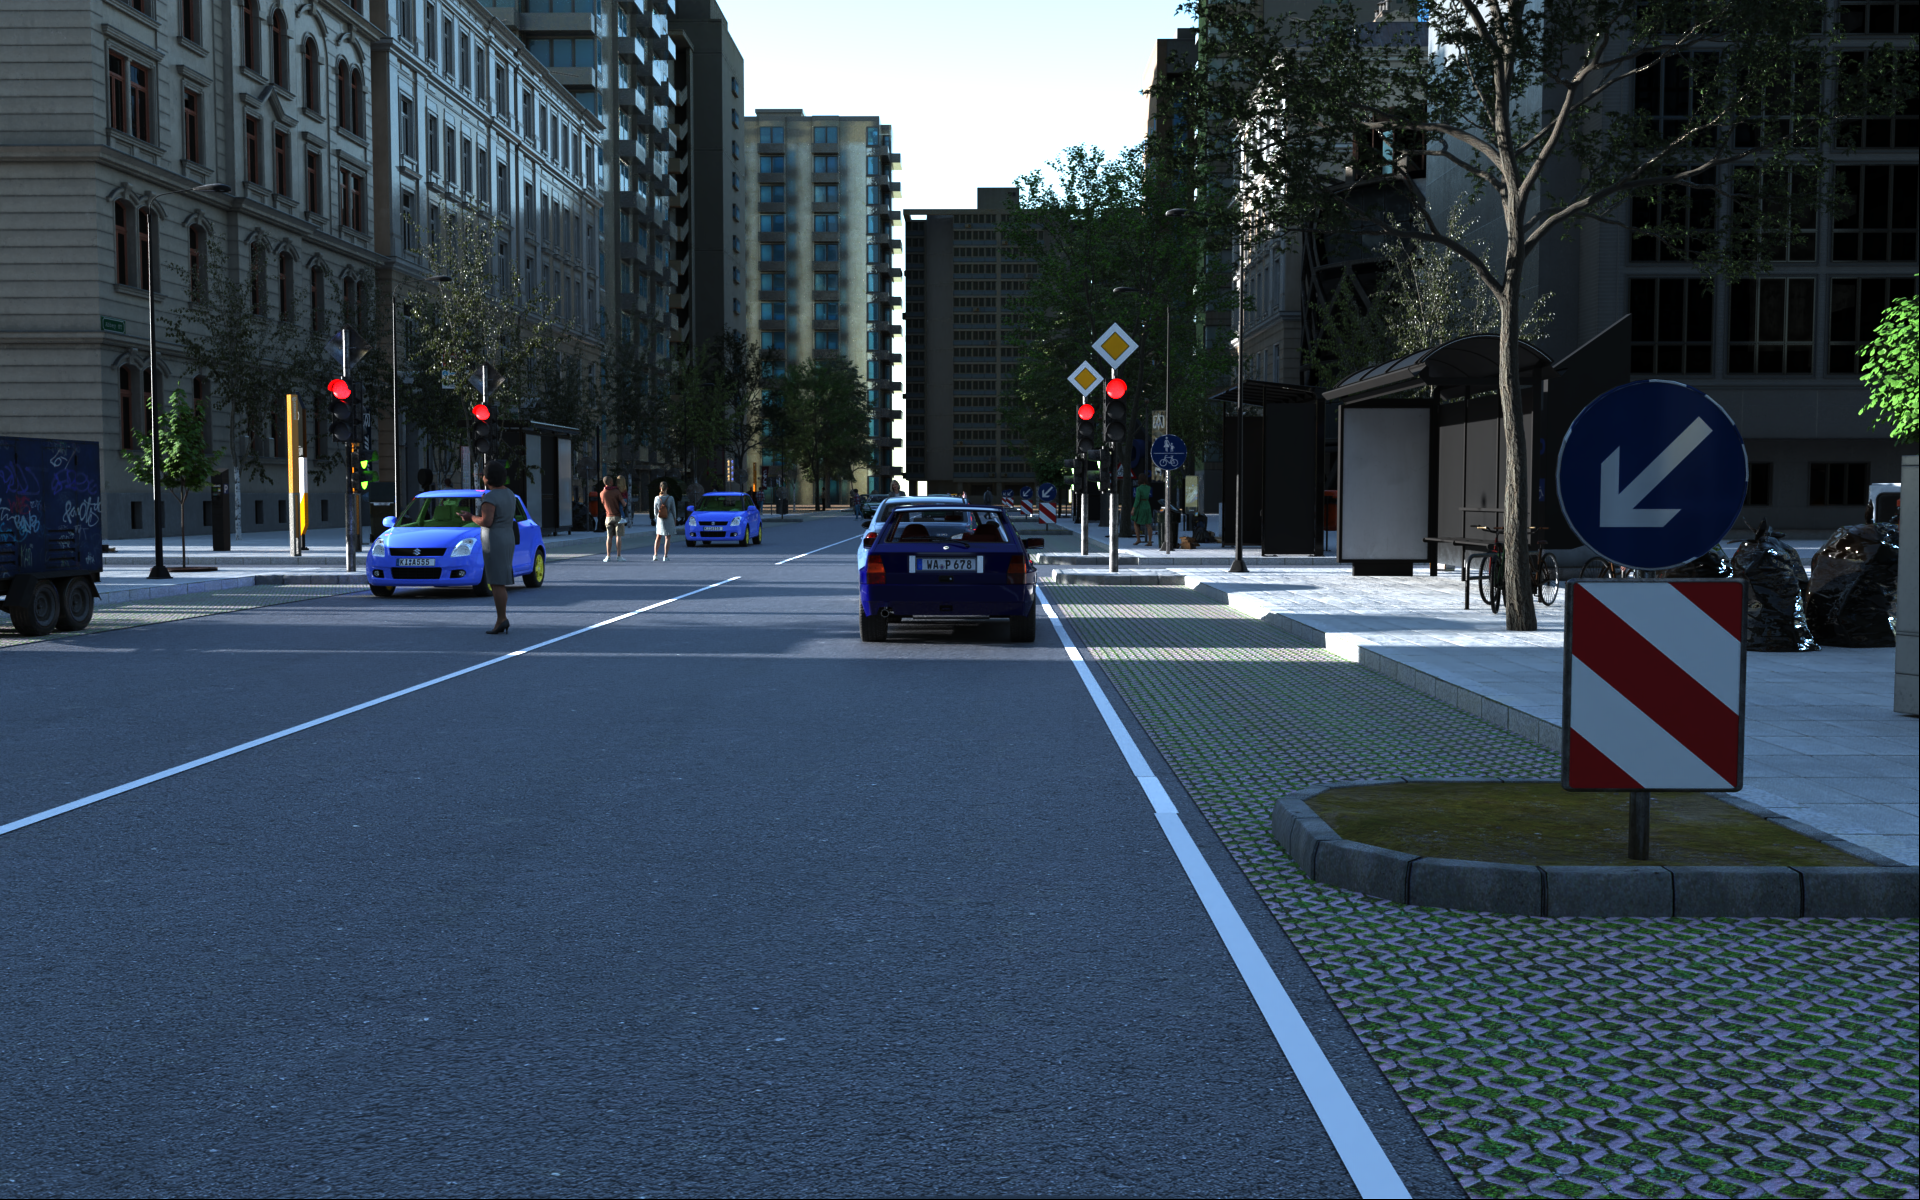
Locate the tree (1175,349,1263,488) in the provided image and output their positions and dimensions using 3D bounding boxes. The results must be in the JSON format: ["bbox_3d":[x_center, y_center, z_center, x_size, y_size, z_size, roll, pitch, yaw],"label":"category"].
[{"bbox_3d":[13.516,-8.345,86.807,4.360,8.622,3.978,0,3,0],"label":"tree"}]

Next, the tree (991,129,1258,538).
[{"bbox_3d":[4.813,-7.647,50.785,9.928,11.665,9.643,0,3,0],"label":"tree"}]

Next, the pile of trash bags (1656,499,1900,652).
[{"bbox_3d":[7.185,-0.289,14.484,1.912,1.369,3.447,-1,4,-9],"label":"pile of trash bags"}]

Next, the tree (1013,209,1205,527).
[{"bbox_3d":[6.110,-9.154,67.789,7.486,12.596,7.792,0,3,0],"label":"tree"}]

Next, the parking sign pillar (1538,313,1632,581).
[{"bbox_3d":[9.341,-2.298,26.043,1.447,3.967,1.447,0,4,-7],"label":"parking sign pillar"}]

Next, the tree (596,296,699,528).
[{"bbox_3d":[-12.398,-7.043,65.515,4.360,8.622,3.978,0,3,0],"label":"tree"}]

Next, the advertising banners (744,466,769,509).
[{"bbox_3d":[-12.997,-6.941,109.674,2.074,3.025,0.090,2,4,23],"label":"advertising banners"}]

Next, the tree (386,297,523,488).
[{"bbox_3d":[-19.215,-6.983,64.526,4.737,8.622,4.395,0,3,0],"label":"tree"}]

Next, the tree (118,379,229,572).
[{"bbox_3d":[-12.894,-2.099,28.922,1.663,3.219,1.824,0,3,0],"label":"tree"}]

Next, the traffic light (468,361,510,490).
[{"bbox_3d":[-9.953,-2.910,36.505,0.839,4.253,0.868,0,4,1],"label":"traffic light"}]

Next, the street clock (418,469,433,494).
[{"bbox_3d":[-15.191,-2.733,49.248,0.471,2.002,0.358,3,5,43],"label":"street clock"}]

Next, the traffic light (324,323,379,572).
[{"bbox_3d":[-10.049,-2.422,28.521,0.839,4.253,0.868,0,4,1],"label":"traffic light"}]

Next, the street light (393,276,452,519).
[{"bbox_3d":[-11.500,-3.942,36.986,1.470,5.913,1.316,0,4,1],"label":"street light"}]

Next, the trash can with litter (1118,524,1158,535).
[{"bbox_3d":[5.837,-2.696,55.130,1.678,1.210,2.233,1,4,12],"label":"trash can with litter"}]

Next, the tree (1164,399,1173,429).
[{"bbox_3d":[13.631,-9.530,106.177,4.360,8.622,3.978,0,3,0],"label":"tree"}]

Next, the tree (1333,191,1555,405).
[{"bbox_3d":[11.953,-5.621,42.273,4.360,8.622,3.978,0,3,0],"label":"tree"}]

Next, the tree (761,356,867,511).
[{"bbox_3d":[-11.047,-12.612,131.954,9.928,11.665,9.643,0,3,0],"label":"tree"}]

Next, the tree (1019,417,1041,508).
[{"bbox_3d":[7.411,-12.929,161.748,4.737,8.622,4.395,0,3,0],"label":"tree"}]

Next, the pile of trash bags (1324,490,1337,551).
[{"bbox_3d":[9.559,-1.748,38.337,3.447,1.369,1.912,2,4,32],"label":"pile of trash bags"}]

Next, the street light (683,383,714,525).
[{"bbox_3d":[-10.991,-6.128,72.732,1.470,5.913,1.316,0,4,1],"label":"street light"}]

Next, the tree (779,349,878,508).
[{"bbox_3d":[-11.839,-15.135,154.113,9.857,13.997,8.962,0,3,0],"label":"tree"}]

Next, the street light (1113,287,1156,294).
[{"bbox_3d":[4.143,-4.065,39.001,1.470,5.913,1.316,0,4,1],"label":"street light"}]

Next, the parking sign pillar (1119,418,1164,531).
[{"bbox_3d":[6.350,-4.436,61.009,1.447,3.967,1.447,-1,4,-19],"label":"parking sign pillar"}]

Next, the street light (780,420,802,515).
[{"bbox_3d":[-10.581,-8.314,108.479,1.470,5.913,1.316,0,4,1],"label":"street light"}]

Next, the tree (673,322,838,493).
[{"bbox_3d":[-12.267,-9.818,94.934,7.601,10.594,8.767,-2,4,-31],"label":"tree"}]

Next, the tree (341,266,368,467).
[{"bbox_3d":[-18.815,-6.330,53.857,4.360,8.622,3.978,0,3,0],"label":"tree"}]

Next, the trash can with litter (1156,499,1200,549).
[{"bbox_3d":[5.124,-1.788,40.622,1.055,1.170,0.624,2,4,31],"label":"trash can with litter"}]

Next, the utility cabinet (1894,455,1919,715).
[{"bbox_3d":[5.778,-0.051,9.512,0.318,1.500,1.173,-1,4,-23],"label":"utility cabinet"}]

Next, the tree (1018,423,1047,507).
[{"bbox_3d":[7.644,-13.216,166.437,4.360,8.622,3.978,0,3,0],"label":"tree"}]

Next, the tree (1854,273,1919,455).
[{"bbox_3d":[12.907,-2.303,21.371,4.285,4.588,4.351,0,3,0],"label":"tree"}]

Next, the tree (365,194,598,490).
[{"bbox_3d":[-11.821,-5.646,42.674,4.360,8.622,3.978,0,3,0],"label":"tree"}]

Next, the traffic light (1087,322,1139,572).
[{"bbox_3d":[2.511,-2.414,28.387,0.839,4.253,0.868,0,4,1],"label":"traffic light"}]

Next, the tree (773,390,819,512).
[{"bbox_3d":[-11.971,-10.548,122.828,4.737,8.622,4.395,0,3,0],"label":"tree"}]

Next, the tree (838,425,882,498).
[{"bbox_3d":[-11.745,-15.360,185.547,7.601,10.594,8.767,1,4,20],"label":"tree"}]

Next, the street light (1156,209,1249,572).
[{"bbox_3d":[4.049,-3.414,28.355,1.470,5.913,1.316,0,4,1],"label":"street light"}]

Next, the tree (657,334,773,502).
[{"bbox_3d":[-12.060,-7.960,80.505,4.737,8.622,4.395,0,3,0],"label":"tree"}]

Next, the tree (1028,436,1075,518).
[{"bbox_3d":[5.651,-7.068,99.271,4.285,4.588,4.351,0,3,0],"label":"tree"}]

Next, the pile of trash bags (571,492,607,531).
[{"bbox_3d":[-12.923,-3.140,61.097,1.912,1.369,3.447,-1,4,-13],"label":"pile of trash bags"}]

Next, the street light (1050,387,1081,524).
[{"bbox_3d":[4.593,-6.278,75.190,1.470,5.913,1.316,0,4,1],"label":"street light"}]

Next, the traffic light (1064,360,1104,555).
[{"bbox_3d":[2.607,-2.902,36.371,0.839,4.253,0.868,0,4,1],"label":"traffic light"}]

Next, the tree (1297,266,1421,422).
[{"bbox_3d":[13.211,-6.501,56.661,4.737,8.622,4.395,0,3,0],"label":"tree"}]

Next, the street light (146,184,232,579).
[{"bbox_3d":[-11.603,-3.275,26.087,1.470,5.913,1.316,0,4,1],"label":"street light"}]

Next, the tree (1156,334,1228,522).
[{"bbox_3d":[10.494,-7.953,80.397,4.737,8.622,4.395,0,3,0],"label":"tree"}]

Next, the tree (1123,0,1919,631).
[{"bbox_3d":[4.970,-4.998,16.125,7.601,10.594,8.767,1,4,13],"label":"tree"}]
